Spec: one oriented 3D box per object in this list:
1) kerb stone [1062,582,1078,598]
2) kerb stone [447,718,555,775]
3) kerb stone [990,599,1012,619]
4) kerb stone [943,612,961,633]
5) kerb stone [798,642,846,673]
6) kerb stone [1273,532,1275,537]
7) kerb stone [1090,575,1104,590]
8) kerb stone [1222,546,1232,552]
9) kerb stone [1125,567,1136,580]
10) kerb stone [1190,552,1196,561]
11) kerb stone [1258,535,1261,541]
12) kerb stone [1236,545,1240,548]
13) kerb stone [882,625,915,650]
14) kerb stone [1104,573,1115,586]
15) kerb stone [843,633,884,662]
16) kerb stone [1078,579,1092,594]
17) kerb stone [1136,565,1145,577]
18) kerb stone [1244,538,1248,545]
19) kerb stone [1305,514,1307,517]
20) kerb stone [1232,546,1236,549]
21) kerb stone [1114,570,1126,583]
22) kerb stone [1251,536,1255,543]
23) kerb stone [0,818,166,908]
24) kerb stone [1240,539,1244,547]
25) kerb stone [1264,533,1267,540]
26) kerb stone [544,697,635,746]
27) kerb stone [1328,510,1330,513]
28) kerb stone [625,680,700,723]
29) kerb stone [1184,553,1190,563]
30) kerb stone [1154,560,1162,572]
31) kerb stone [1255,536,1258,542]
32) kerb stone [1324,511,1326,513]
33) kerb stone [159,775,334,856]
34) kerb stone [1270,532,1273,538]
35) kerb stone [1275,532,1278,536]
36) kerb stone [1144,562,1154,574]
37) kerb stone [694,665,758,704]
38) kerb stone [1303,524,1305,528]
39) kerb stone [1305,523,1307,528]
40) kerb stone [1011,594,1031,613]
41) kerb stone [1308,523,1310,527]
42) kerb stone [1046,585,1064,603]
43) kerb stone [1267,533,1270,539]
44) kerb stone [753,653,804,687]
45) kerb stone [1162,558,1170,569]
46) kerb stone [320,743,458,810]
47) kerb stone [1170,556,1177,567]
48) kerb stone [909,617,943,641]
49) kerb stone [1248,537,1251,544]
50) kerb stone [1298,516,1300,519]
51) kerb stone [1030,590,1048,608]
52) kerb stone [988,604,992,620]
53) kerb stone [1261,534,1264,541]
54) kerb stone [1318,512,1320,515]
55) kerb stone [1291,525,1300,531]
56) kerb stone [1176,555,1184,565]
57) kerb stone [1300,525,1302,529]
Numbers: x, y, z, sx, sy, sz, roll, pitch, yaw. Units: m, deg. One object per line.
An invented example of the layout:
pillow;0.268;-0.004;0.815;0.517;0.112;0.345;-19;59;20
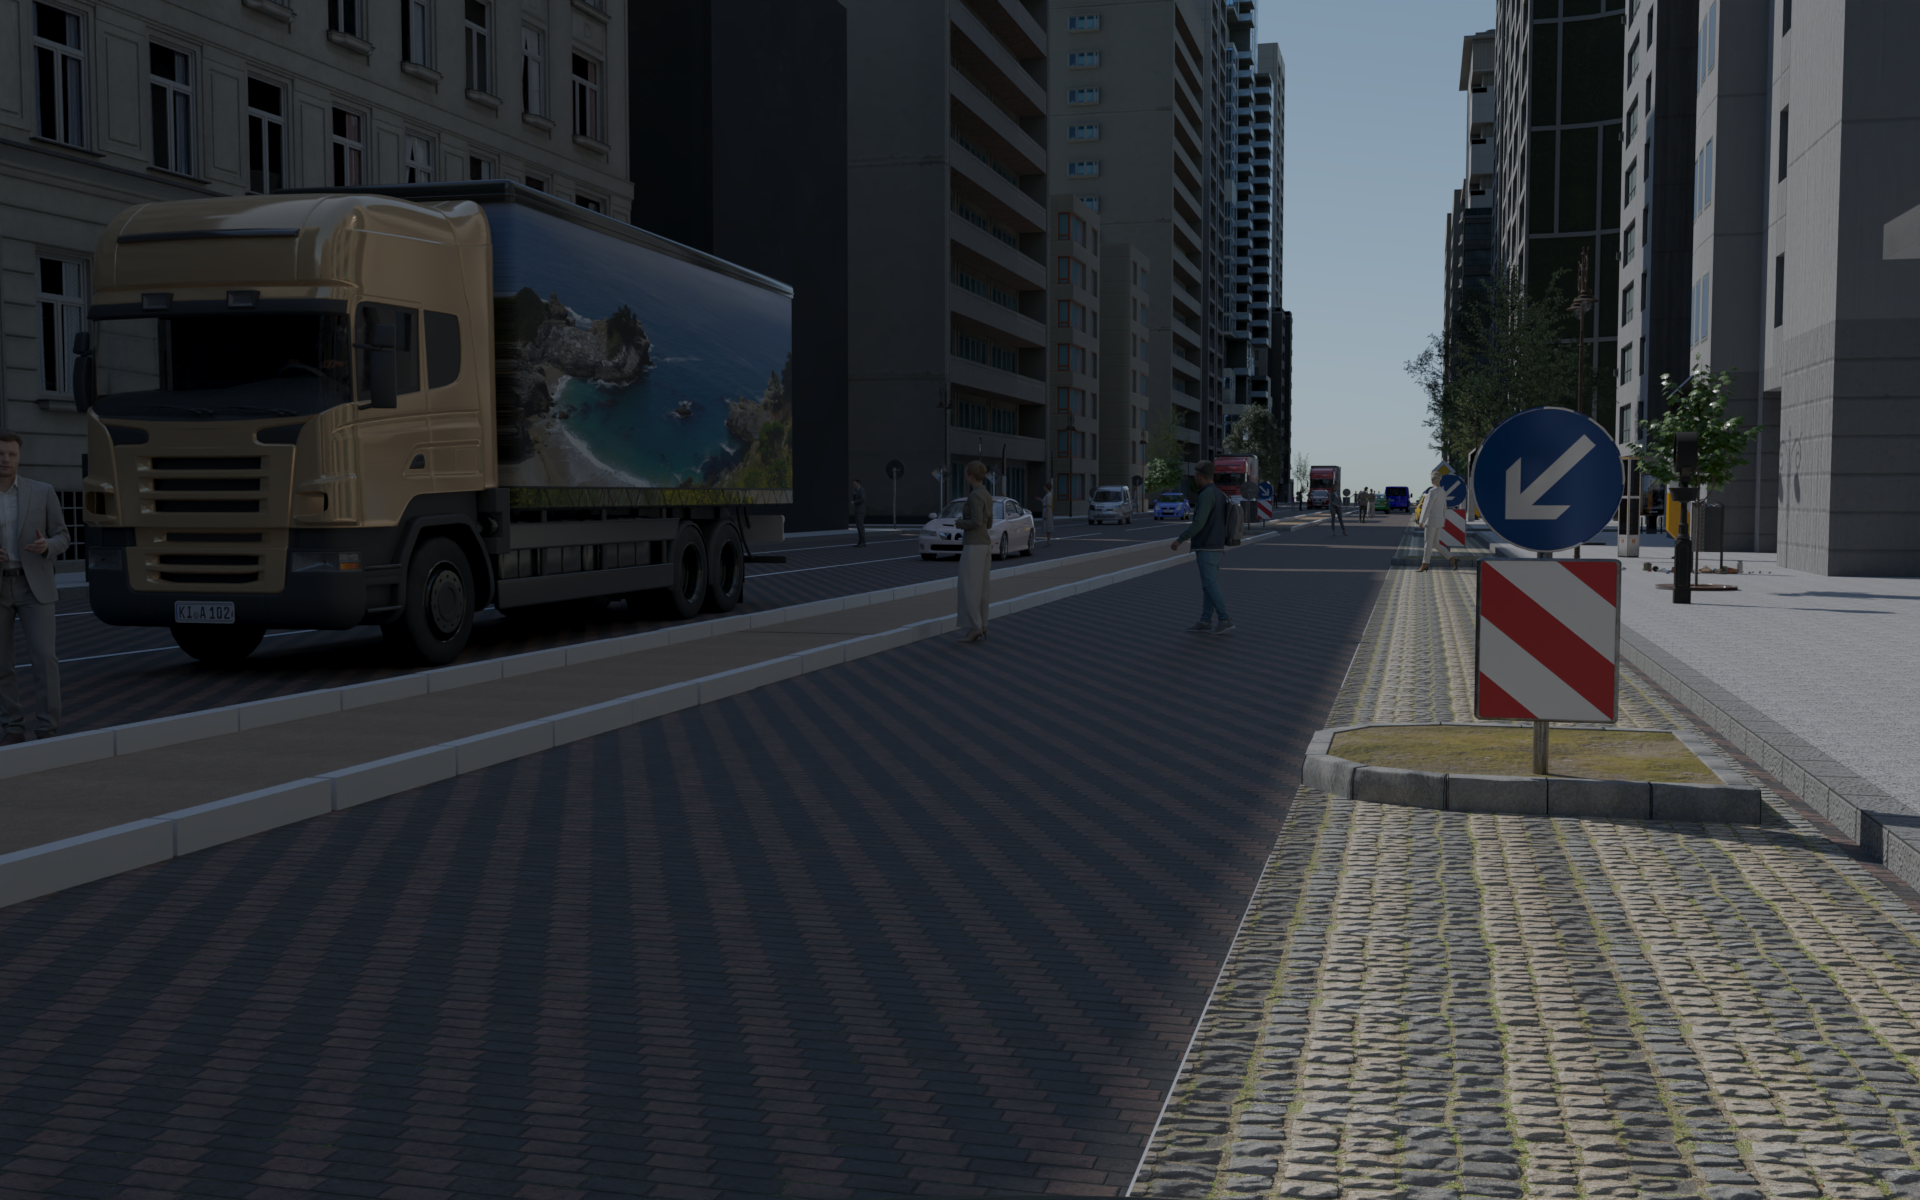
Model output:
kerb stone;1.452;-0.122;24.198;0.120;0.150;1.000;1;4;15
kerb stone;-2.490;0.788;9.331;0.120;0.150;1.000;1;4;15
kerb stone;0.405;0.124;20.235;0.120;0.150;1.000;1;4;15
kerb stone;-0.115;0.251;18.258;0.120;0.150;1.000;1;4;15
kerb stone;-1.179;0.483;14.297;0.120;0.150;1.000;1;4;15
kerb stone;10.167;-2.124;56.917;0.120;0.150;1.000;1;4;15
kerb stone;1.993;-0.243;26.172;0.120;0.150;1.000;1;4;15
kerb stone;6.737;-1.334;44.014;0.120;0.150;1.000;1;4;15
kerb stone;2.779;-0.425;29.149;0.120;0.150;1.000;1;4;15
kerb stone;4.894;-0.911;37.090;0.120;0.150;1.000;1;4;15
kerb stone;8.856;-1.820;51.955;0.120;0.150;1.000;1;4;15
kerb stone;7.265;-1.456;46.005;0.120;0.150;1.000;1;4;15
kerb stone;-0.643;0.374;16.279;0.120;0.150;1.000;1;4;15
kerb stone;2.247;-0.303;27.170;0.120;0.150;1.000;1;4;15
kerb stone;-0.902;0.423;15.287;0.120;0.150;1.000;1;4;15
kerb stone;1.727;-0.177;25.183;0.120;0.150;1.000;1;4;15
kerb stone;3.044;-0.486;30.145;0.120;0.150;1.000;1;4;15
kerb stone;7.791;-1.577;47.981;0.120;0.150;1.000;1;4;15
kerb stone;20.667;-5.034;104.509;0.120;0.150;1.000;1;4;15
kerb stone;6.997;-1.396;45.013;0.120;0.150;1.000;1;4;15
kerb stone;2.517;-0.358;28.156;0.120;0.150;1.000;1;4;15
kerb stone;8.324;-1.694;49.965;0.120;0.150;1.000;1;4;15
kerb stone;-3.288;0.969;6.357;0.120;0.150;1.000;1;4;15
kerb stone;7.531;-1.517;46.992;0.120;0.150;1.000;1;4;15
kerb stone;9.379;-1.941;53.932;0.120;0.150;1.000;1;4;15
kerb stone;-2.227;0.727;10.321;0.120;0.150;1.000;1;4;15
kerb stone;27.525;-6.607;130.285;0.120;0.150;1.000;1;4;15
kerb stone;-1.972;0.666;11.311;0.120;0.150;1.000;1;4;15
kerb stone;4.624;-0.850;36.094;0.120;0.150;1.000;1;4;15
kerb stone;3.568;-0.608;32.131;0.120;0.150;1.000;1;4;15
kerb stone;8.590;-1.759;50.967;0.120;0.150;1.000;1;4;15
kerb stone;26.211;-6.301;125.336;0.120;0.150;1.000;1;4;15
kerb stone;-3.024;0.910;7.346;0.120;0.150;1.000;1;4;15
kerb stone;9.910;-2.063;55.928;0.120;0.150;1.000;1;4;15
kerb stone;10.431;-2.183;57.905;0.120;0.150;1.000;1;4;15
kerb stone;3.312;-0.547;31.141;0.120;0.150;1.000;1;4;15
kerb stone;-1.694;0.605;12.299;0.120;0.150;1.000;1;4;15
kerb stone;13.997;-3.003;71.292;0.120;0.150;1.000;1;4;15
kerb stone;14.270;-3.063;72.277;0.120;0.150;1.000;1;4;15
kerb stone;0.677;0.066;21.224;0.120;0.150;1.000;1;4;15
kerb stone;14.792;-3.184;74.255;0.120;0.150;1.000;1;4;15
kerb stone;1.196;-0.060;23.208;0.120;0.150;1.000;1;4;15
kerb stone;9.643;-2.003;54.937;0.120;0.150;1.000;1;4;15
kerb stone;-1.447;0.550;13.293;0.120;0.150;1.000;1;4;15
kerb stone;3.842;-0.667;33.125;0.120;0.150;1.000;1;4;15
kerb stone;-2.750;0.848;8.337;0.120;0.150;1.000;1;4;15
kerb stone;4.101;-0.723;34.114;0.120;0.150;1.000;1;4;15
kerb stone;-0.381;0.301;17.266;0.120;0.150;1.000;1;4;15
kerb stone;8.057;-1.638;48.975;0.120;0.150;1.000;1;4;15
kerb stone;19.086;-4.669;98.559;0.120;0.150;1.000;1;4;15
kerb stone;0.933;-0.001;22.214;0.120;0.150;1.000;1;4;15
kerb stone;0.146;0.180;19.246;0.120;0.150;1.000;1;4;15
kerb stone;9.117;-1.881;52.943;0.120;0.150;1.000;1;4;15
kerb stone;24.359;-5.885;118.413;0.120;0.150;1.000;1;4;15
kerb stone;13.215;-2.821;68.322;0.120;0.150;1.000;1;4;15
kerb stone;4.357;-0.789;35.104;0.120;0.150;1.000;1;4;15
kerb stone;13.475;-2.880;69.316;0.120;0.150;1.000;1;4;15
